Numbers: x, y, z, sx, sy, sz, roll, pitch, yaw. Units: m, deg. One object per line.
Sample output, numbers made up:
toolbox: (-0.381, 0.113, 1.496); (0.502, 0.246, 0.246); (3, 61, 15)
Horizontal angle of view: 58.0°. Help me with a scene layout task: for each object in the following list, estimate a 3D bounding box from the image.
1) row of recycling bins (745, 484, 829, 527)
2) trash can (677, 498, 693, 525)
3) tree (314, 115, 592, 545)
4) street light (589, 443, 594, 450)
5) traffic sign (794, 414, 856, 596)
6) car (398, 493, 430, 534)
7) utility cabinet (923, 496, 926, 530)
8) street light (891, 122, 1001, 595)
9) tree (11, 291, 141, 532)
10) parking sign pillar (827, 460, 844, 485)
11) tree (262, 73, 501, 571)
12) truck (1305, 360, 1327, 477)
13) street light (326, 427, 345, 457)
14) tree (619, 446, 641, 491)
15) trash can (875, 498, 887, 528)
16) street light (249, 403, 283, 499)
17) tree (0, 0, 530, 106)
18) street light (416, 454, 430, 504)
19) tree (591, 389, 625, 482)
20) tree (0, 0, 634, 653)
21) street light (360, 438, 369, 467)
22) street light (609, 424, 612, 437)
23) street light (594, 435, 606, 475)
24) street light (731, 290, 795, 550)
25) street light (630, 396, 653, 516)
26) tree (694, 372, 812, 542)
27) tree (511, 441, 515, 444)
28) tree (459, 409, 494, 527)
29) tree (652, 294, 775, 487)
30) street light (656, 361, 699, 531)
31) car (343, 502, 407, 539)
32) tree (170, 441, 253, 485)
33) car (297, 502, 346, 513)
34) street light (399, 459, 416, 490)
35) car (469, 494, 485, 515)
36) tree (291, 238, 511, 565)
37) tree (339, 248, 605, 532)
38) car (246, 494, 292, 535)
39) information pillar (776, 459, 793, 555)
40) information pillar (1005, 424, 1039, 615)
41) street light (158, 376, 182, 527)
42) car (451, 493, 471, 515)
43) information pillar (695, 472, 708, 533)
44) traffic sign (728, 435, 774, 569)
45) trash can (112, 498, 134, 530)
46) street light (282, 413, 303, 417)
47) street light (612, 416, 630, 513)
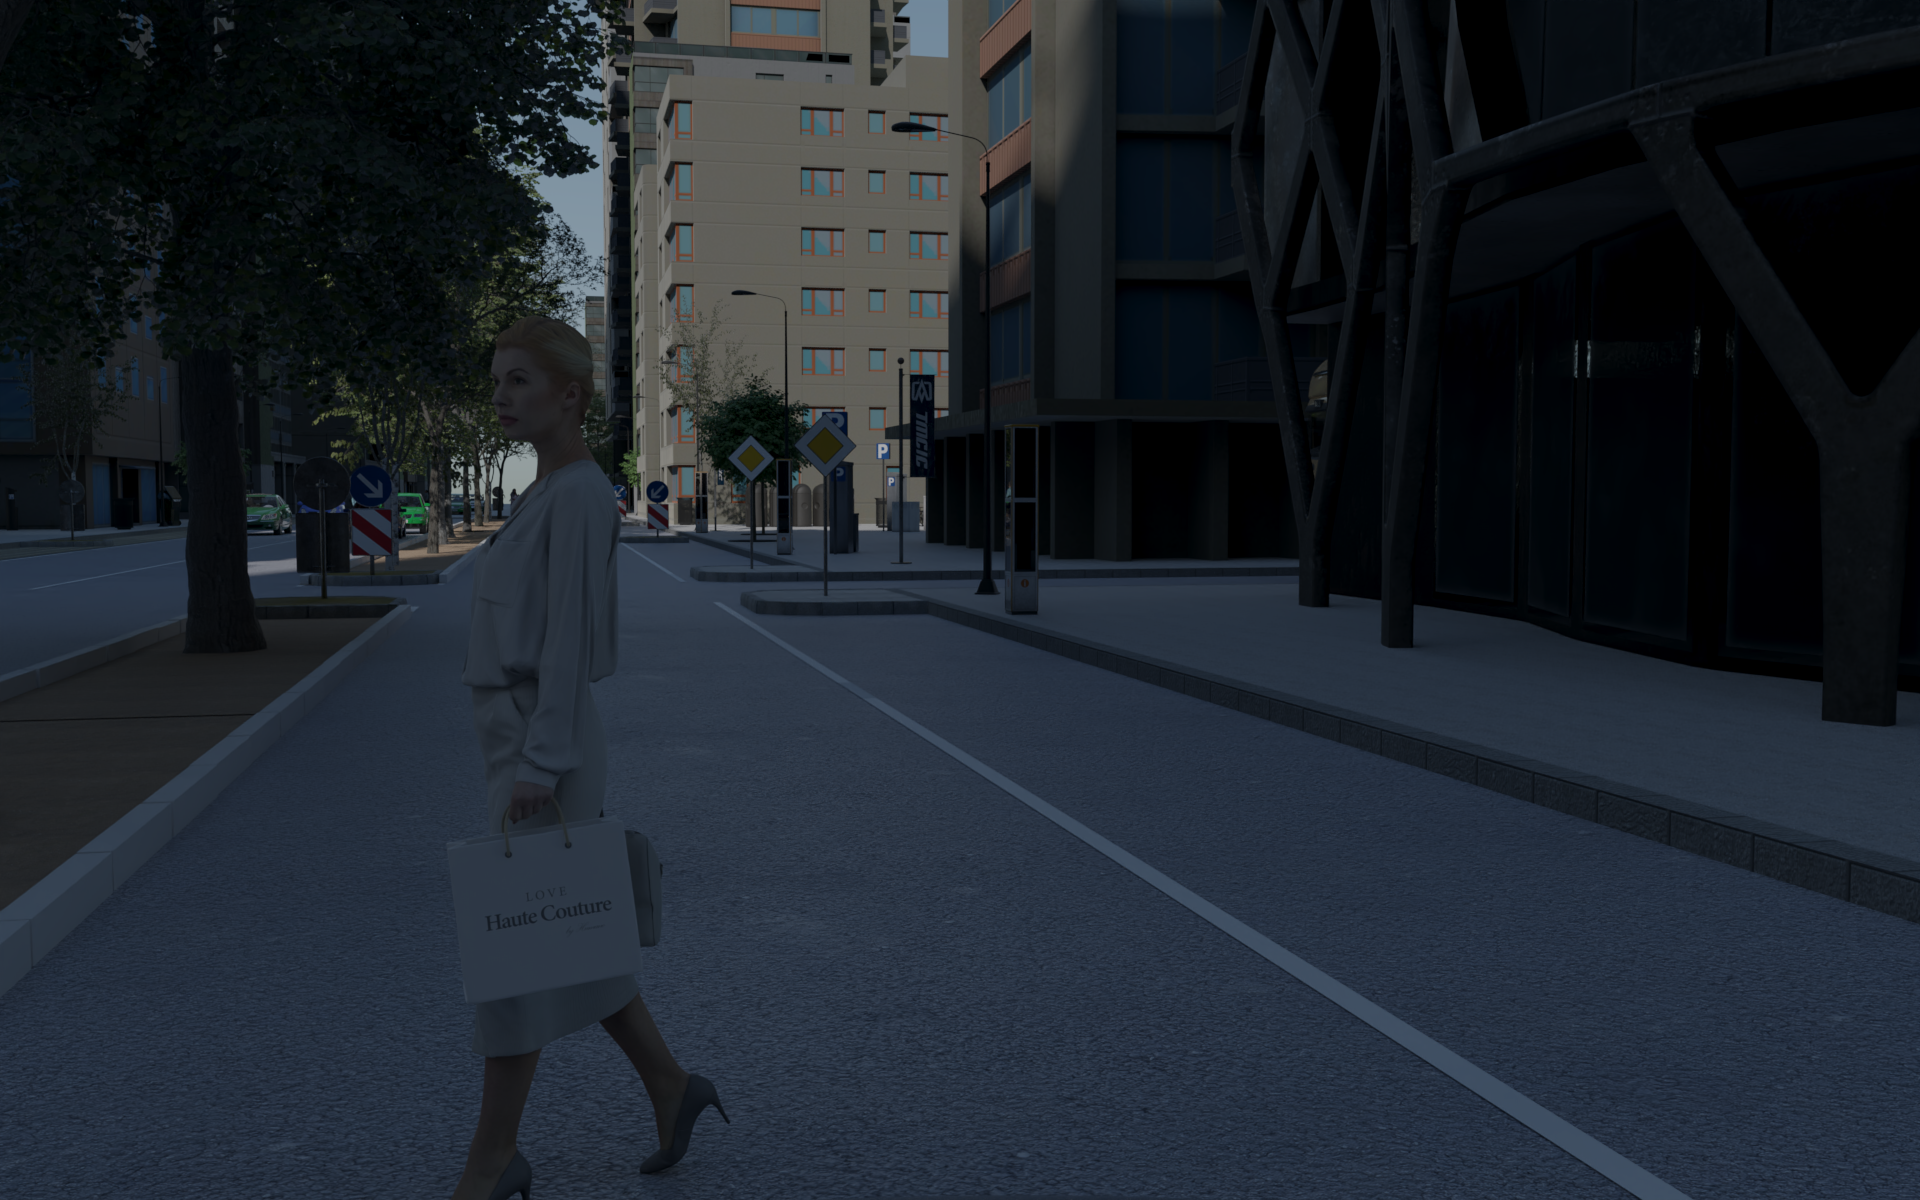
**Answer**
row of recycling bins: (-6.606, -3.705, 67.684); (3.534, 1.692, 1.069); (-1, 4, -20)
trash can: (-11.364, -3.667, 71.602); (0.748, 1.137, 0.748); (0, 3, 0)
tree: (-14.450, -7.796, 48.042); (7.486, 12.596, 7.792); (0, 3, 0)
street light: (-32.537, -11.240, 156.312); (1.470, 5.913, 1.316); (-1, 4, -13)
traffic sign: (-1.695, -1.109, 21.771); (0.795, 2.450, 0.064); (-1, 4, -13)
car: (-20.281, -3.318, 63.049); (1.959, 1.807, 4.718); (-1, 4, -15)
utility cabinet: (-0.804, -3.092, 61.716); (1.020, 1.237, 0.306); (2, 4, 34)
street light: (-0.175, -3.019, 21.899); (1.470, 5.913, 1.316); (-1, 4, -13)
tree: (-30.326, -6.657, 59.197); (4.360, 8.622, 3.978); (0, 3, 0)
parking sign pillar: (-5.087, -5.028, 70.673); (1.447, 3.967, 1.447); (1, 4, 8)
tree: (-9.956, -4.719, 29.979); (4.360, 8.622, 3.978); (0, 3, 0)
truck: (10.691, -2.444, 28.879); (11.283, 4.237, 2.839); (-1, 4, -13)
street light: (-43.489, -9.057, 120.628); (1.470, 5.913, 1.316); (-1, 4, -13)
tree: (-19.092, -7.463, 105.737); (4.285, 4.588, 4.351); (0, 3, 0)
trash can: (-2.895, -3.313, 65.824); (0.748, 1.137, 0.748); (0, 3, 0)
street light: (-35.740, -7.103, 88.675); (1.470, 5.913, 1.316); (-1, 4, -13)
tree: (-4.323, -4.281, 6.871); (8.767, 10.594, 7.601); (-1, 4, -13)
street light: (-63.045, -14.062, 202.459); (1.470, 5.913, 1.316); (-1, 4, -13)
tree: (-38.867, -16.416, 186.521); (7.486, 12.596, 7.792); (0, 3, 0)
tree: (-6.669, -6.493, 15.268); (9.857, 13.997, 8.962); (0, 3, 0)
street light: (-48.571, -10.365, 142.009); (1.470, 5.913, 1.316); (-1, 4, -13)
street light: (-22.470, -8.686, 114.555); (1.470, 5.913, 1.316); (-1, 4, -13)
street light: (-27.580, -9.962, 135.415); (1.470, 5.913, 1.316); (-1, 4, -13)
street light: (-4.515, -4.107, 39.684); (1.470, 5.913, 1.316); (-1, 4, -13)
street light: (-14.711, -6.686, 81.862); (1.470, 5.913, 1.316); (-1, 4, -13)
tree: (-5.477, -3.855, 46.742); (4.285, 4.588, 4.351); (0, 3, 0)
tree: (-24.947, -8.488, 91.598); (4.737, 8.622, 4.395); (0, 3, 0)
tree: (-21.411, -9.059, 76.320); (9.928, 11.665, 9.643); (0, 3, 0)
tree: (-9.381, -6.990, 64.644); (4.360, 8.622, 3.978); (0, 3, 0)
street light: (-9.704, -5.381, 60.526); (1.470, 5.913, 1.316); (-1, 4, -13)
car: (-19.049, -2.687, 56.514); (1.945, 1.354, 3.894); (-1, 4, -15)
tree: (-34.259, -5.837, 79.152); (4.285, 4.588, 4.351); (0, 3, 0)
car: (-27.481, -3.978, 74.637); (1.945, 1.707, 3.694); (-1, 4, -15)
street light: (-57.994, -12.746, 180.936); (1.470, 5.913, 1.316); (-1, 4, -13)
car: (-34.450, -6.765, 122.402); (2.131, 1.459, 4.920); (-1, 4, -15)
tree: (-11.394, -5.003, 34.614); (4.737, 8.622, 4.395); (0, 3, 0)
tree: (-18.613, -9.302, 64.911); (12.009, 13.543, 11.850); (0, 3, 0)
car: (-24.840, -3.033, 61.390); (2.131, 1.459, 4.920); (-1, 4, -14)
information pillar: (-3.697, -1.958, 36.503); (0.304, 2.012, 0.304); (0, 4, 3)
information pillar: (0.657, -0.855, 18.463); (0.304, 2.012, 0.304); (-1, 4, -12)
street light: (-30.691, -5.826, 67.800); (1.470, 5.913, 1.316); (-1, 4, -13)
car: (-30.338, -5.821, 103.972); (1.959, 1.807, 4.718); (-1, 4, -13)
information pillar: (-8.509, -3.214, 57.041); (0.304, 2.012, 0.304); (3, 5, 41)
traffic sign: (-3.560, -1.584, 29.536); (0.795, 2.450, 0.064); (-1, 4, -13)
trash can: (-30.114, -3.102, 62.368); (0.748, 1.137, 0.748); (0, 3, 0)
street light: (-38.495, -7.780, 99.740); (1.470, 5.913, 1.316); (-1, 4, -13)
street light: (-19.671, -7.964, 102.759); (1.470, 5.913, 1.316); (-1, 4, -13)
